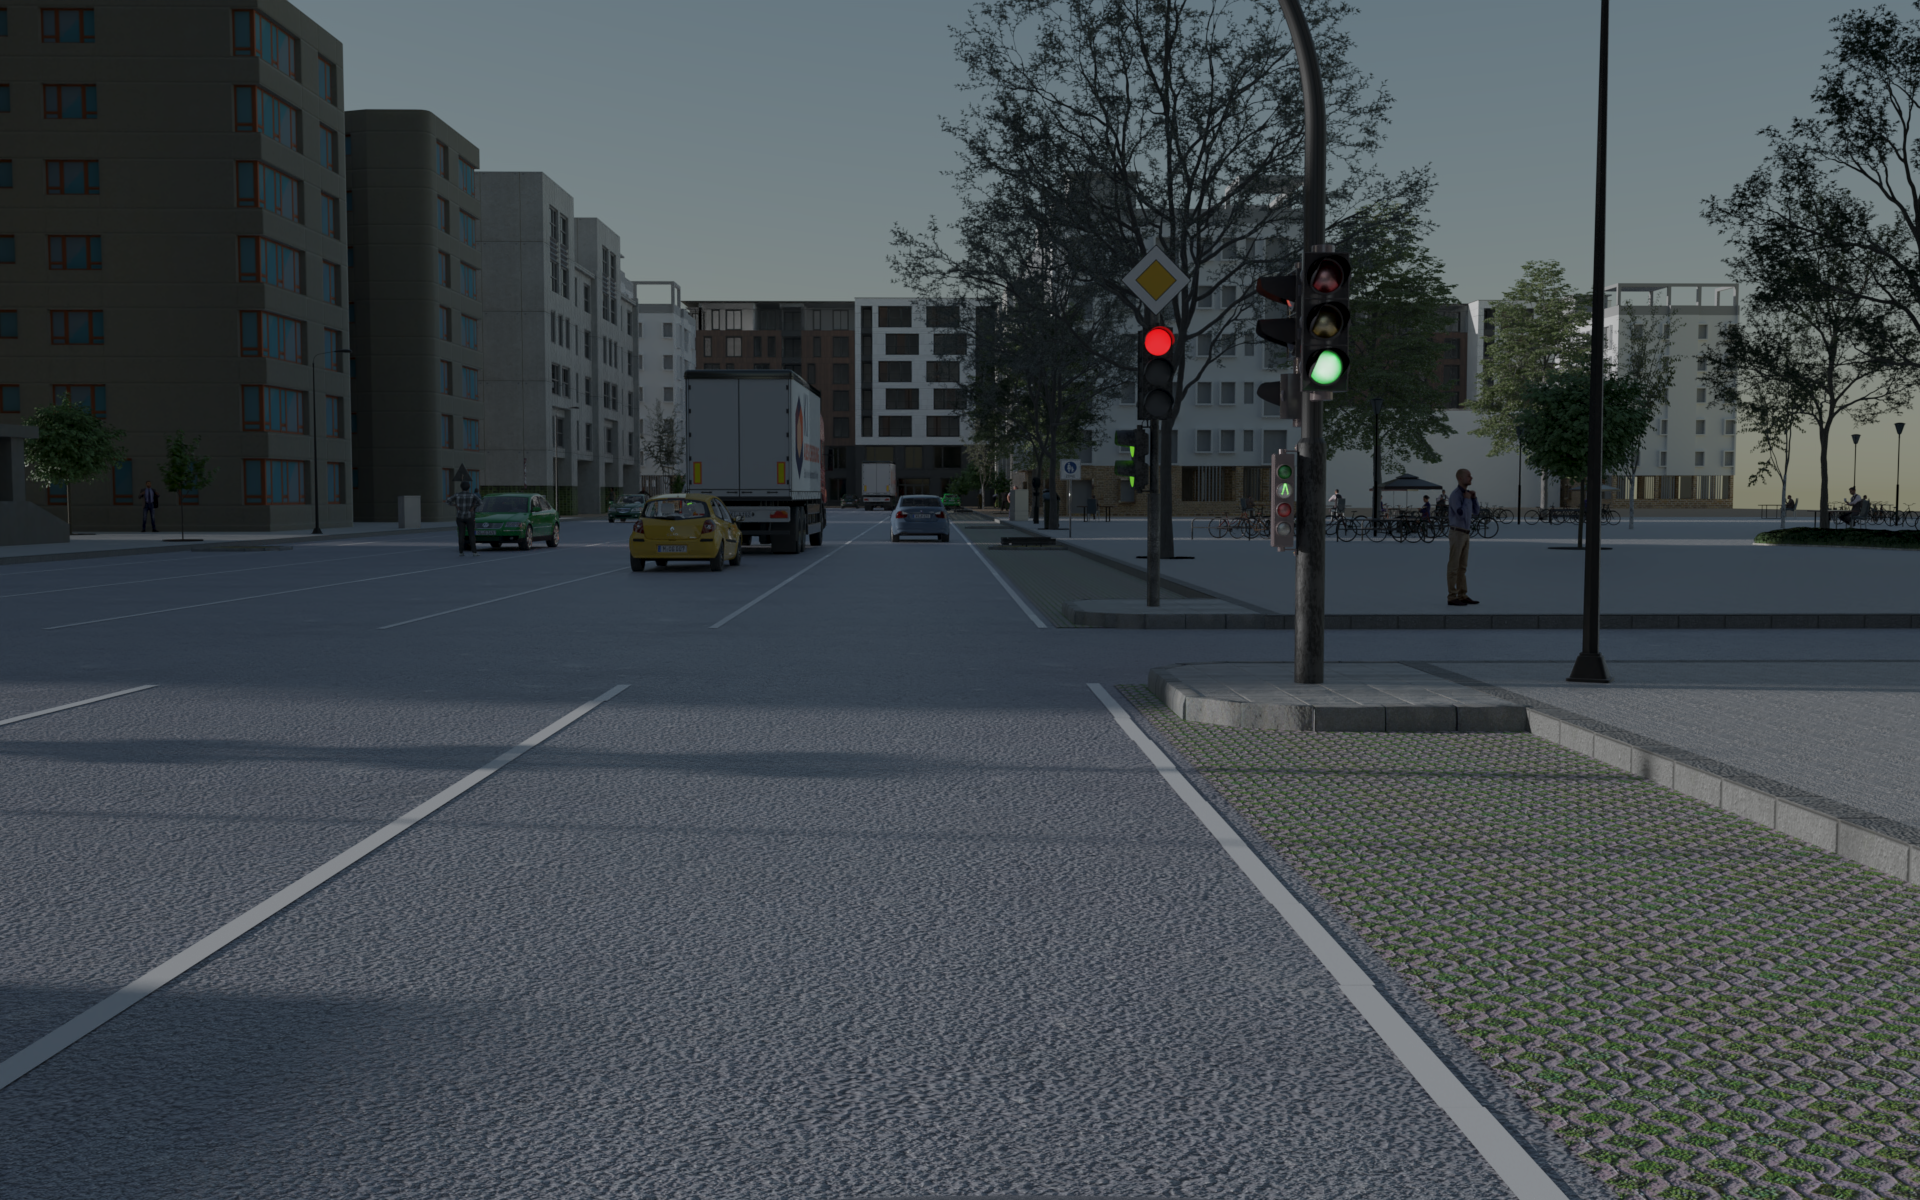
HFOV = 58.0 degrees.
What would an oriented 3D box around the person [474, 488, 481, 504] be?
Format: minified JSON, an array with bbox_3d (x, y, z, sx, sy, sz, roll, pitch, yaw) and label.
[{"bbox_3d":[-22.229,-4.357,79.487,0.499,1.552,0.429,2,4,32],"label":"person"}]

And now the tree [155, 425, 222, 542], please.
[{"bbox_3d":[-21.132,-3.194,46.819,1.663,3.219,1.824,0,3,0],"label":"tree"}]

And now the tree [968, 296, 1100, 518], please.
[{"bbox_3d":[4.003,-10.667,92.534,7.486,12.596,7.792,0,3,0],"label":"tree"}]

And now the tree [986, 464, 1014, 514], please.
[{"bbox_3d":[2.753,-7.182,112.021,1.663,3.219,1.824,0,3,0],"label":"tree"}]

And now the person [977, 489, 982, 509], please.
[{"bbox_3d":[1.714,-8.740,149.670,0.721,1.736,1.217,1,4,21],"label":"person"}]

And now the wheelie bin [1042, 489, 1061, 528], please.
[{"bbox_3d":[3.400,-3.470,64.639,0.693,1.594,0.980,0,4,0],"label":"wheelie bin"}]

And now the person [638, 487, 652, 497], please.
[{"bbox_3d":[-22.231,-7.059,121.600,1.348,1.807,0.705,0,4,-5],"label":"person"}]

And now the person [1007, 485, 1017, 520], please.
[{"bbox_3d":[2.702,-4.812,85.656,0.756,1.711,0.436,1,4,11],"label":"person"}]

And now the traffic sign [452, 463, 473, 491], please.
[{"bbox_3d":[-20.870,-4.444,72.662,0.884,2.594,0.081,0,4,2],"label":"traffic sign"}]

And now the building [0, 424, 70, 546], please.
[{"bbox_3d":[-39.532,-21.132,37.387,32.217,40.220,23.993,0,4,-1],"label":"building"}]

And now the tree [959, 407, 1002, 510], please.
[{"bbox_3d":[1.903,-11.609,140.176,4.360,8.622,3.978,0,3,0],"label":"tree"}]

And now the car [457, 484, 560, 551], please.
[{"bbox_3d":[-11.770,-2.234,45.315,1.959,1.807,4.718,0,4,1],"label":"car"}]

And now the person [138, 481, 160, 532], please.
[{"bbox_3d":[-27.123,-3.124,57.947,0.655,1.722,0.431,-2,4,-34],"label":"person"}]

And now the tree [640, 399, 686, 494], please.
[{"bbox_3d":[-22.471,-11.109,131.999,4.360,8.622,3.978,0,3,0],"label":"tree"}]

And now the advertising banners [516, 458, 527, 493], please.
[{"bbox_3d":[-21.116,-5.333,83.375,0.090,3.025,2.074,0,4,1],"label":"advertising banners"}]

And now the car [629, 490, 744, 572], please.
[{"bbox_3d":[-5.241,-1.421,33.461,2.015,1.641,3.980,0,3,0],"label":"car"}]

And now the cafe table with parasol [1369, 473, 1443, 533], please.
[{"bbox_3d":[14.789,-3.208,57.322,2.610,1.966,2.610,-2,4,-32],"label":"cafe table with parasol"}]

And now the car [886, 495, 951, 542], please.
[{"bbox_3d":[-1.248,-2.503,52.919,2.014,1.417,4.499,0,4,-3],"label":"car"}]

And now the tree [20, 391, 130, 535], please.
[{"bbox_3d":[-28.046,-4.317,54.303,4.285,4.588,4.351,0,3,0],"label":"tree"}]

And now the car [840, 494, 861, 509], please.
[{"bbox_3d":[-10.763,-9.798,169.980,2.009,1.686,4.222,0,4,-1],"label":"car"}]

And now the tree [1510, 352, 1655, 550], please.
[{"bbox_3d":[14.399,-3.457,40.238,4.285,4.588,4.351,0,3,0],"label":"tree"}]

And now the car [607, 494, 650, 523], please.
[{"bbox_3d":[-16.731,-4.690,88.484,2.131,1.459,4.920,0,4,1],"label":"car"}]

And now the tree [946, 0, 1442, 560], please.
[{"bbox_3d":[4.120,-7.568,34.101,12.009,13.543,11.850,0,3,0],"label":"tree"}]

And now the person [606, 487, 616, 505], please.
[{"bbox_3d":[-22.243,-6.335,110.348,0.721,1.735,1.217,-3,4,-37],"label":"person"}]

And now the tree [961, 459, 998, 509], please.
[{"bbox_3d":[1.674,-10.316,152.383,4.285,4.588,4.351,0,3,0],"label":"tree"}]

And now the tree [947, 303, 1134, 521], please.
[{"bbox_3d":[3.609,-8.907,80.043,8.767,10.594,7.601,-1,4,-16],"label":"tree"}]

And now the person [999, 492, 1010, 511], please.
[{"bbox_3d":[3.428,-7.728,132.955,0.990,1.755,0.434,2,4,33],"label":"person"}]

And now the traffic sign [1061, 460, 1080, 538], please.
[{"bbox_3d":[3.242,-2.981,50.873,0.606,2.300,0.079,0,4,2],"label":"traffic sign"}]

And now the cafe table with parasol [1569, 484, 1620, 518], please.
[{"bbox_3d":[34.464,-5.459,94.126,2.610,1.966,2.610,1,4,21],"label":"cafe table with parasol"}]

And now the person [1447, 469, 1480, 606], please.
[{"bbox_3d":[5.819,-0.728,20.015,0.319,1.574,0.516,3,5,44],"label":"person"}]

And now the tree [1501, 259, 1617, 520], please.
[{"bbox_3d":[28.371,-10.181,84.579,7.486,12.596,7.792,0,3,0],"label":"tree"}]

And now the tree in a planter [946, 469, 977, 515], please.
[{"bbox_3d":[0.198,-7.602,121.511,1.991,3.239,1.994,0,4,-1],"label":"tree in a planter"}]

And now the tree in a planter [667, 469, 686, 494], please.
[{"bbox_3d":[-19.697,-7.592,121.358,1.991,3.239,1.994,0,4,-1],"label":"tree in a planter"}]

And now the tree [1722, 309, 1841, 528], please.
[{"bbox_3d":[30.794,-7.014,65.037,4.360,8.622,3.978,0,3,0],"label":"tree"}]

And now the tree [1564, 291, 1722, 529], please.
[{"bbox_3d":[24.472,-6.910,63.338,4.360,8.622,3.978,0,3,0],"label":"tree"}]

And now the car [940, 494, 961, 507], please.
[{"bbox_3d":[-0.911,-9.687,167.177,1.959,1.807,4.718,0,4,-3],"label":"car"}]

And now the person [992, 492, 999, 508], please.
[{"bbox_3d":[3.280,-9.113,158.222,0.628,1.438,0.799,0,4,-1],"label":"person"}]

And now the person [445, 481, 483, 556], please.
[{"bbox_3d":[-11.390,-1.877,39.906,0.841,1.734,0.376,0,3,0],"label":"person"}]

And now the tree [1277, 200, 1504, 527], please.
[{"bbox_3d":[16.018,-9.151,67.751,7.486,12.596,7.792,0,3,0],"label":"tree"}]

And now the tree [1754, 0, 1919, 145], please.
[{"bbox_3d":[17.389,-5.847,30.015,8.767,10.594,7.601,1,4,22],"label":"tree"}]
